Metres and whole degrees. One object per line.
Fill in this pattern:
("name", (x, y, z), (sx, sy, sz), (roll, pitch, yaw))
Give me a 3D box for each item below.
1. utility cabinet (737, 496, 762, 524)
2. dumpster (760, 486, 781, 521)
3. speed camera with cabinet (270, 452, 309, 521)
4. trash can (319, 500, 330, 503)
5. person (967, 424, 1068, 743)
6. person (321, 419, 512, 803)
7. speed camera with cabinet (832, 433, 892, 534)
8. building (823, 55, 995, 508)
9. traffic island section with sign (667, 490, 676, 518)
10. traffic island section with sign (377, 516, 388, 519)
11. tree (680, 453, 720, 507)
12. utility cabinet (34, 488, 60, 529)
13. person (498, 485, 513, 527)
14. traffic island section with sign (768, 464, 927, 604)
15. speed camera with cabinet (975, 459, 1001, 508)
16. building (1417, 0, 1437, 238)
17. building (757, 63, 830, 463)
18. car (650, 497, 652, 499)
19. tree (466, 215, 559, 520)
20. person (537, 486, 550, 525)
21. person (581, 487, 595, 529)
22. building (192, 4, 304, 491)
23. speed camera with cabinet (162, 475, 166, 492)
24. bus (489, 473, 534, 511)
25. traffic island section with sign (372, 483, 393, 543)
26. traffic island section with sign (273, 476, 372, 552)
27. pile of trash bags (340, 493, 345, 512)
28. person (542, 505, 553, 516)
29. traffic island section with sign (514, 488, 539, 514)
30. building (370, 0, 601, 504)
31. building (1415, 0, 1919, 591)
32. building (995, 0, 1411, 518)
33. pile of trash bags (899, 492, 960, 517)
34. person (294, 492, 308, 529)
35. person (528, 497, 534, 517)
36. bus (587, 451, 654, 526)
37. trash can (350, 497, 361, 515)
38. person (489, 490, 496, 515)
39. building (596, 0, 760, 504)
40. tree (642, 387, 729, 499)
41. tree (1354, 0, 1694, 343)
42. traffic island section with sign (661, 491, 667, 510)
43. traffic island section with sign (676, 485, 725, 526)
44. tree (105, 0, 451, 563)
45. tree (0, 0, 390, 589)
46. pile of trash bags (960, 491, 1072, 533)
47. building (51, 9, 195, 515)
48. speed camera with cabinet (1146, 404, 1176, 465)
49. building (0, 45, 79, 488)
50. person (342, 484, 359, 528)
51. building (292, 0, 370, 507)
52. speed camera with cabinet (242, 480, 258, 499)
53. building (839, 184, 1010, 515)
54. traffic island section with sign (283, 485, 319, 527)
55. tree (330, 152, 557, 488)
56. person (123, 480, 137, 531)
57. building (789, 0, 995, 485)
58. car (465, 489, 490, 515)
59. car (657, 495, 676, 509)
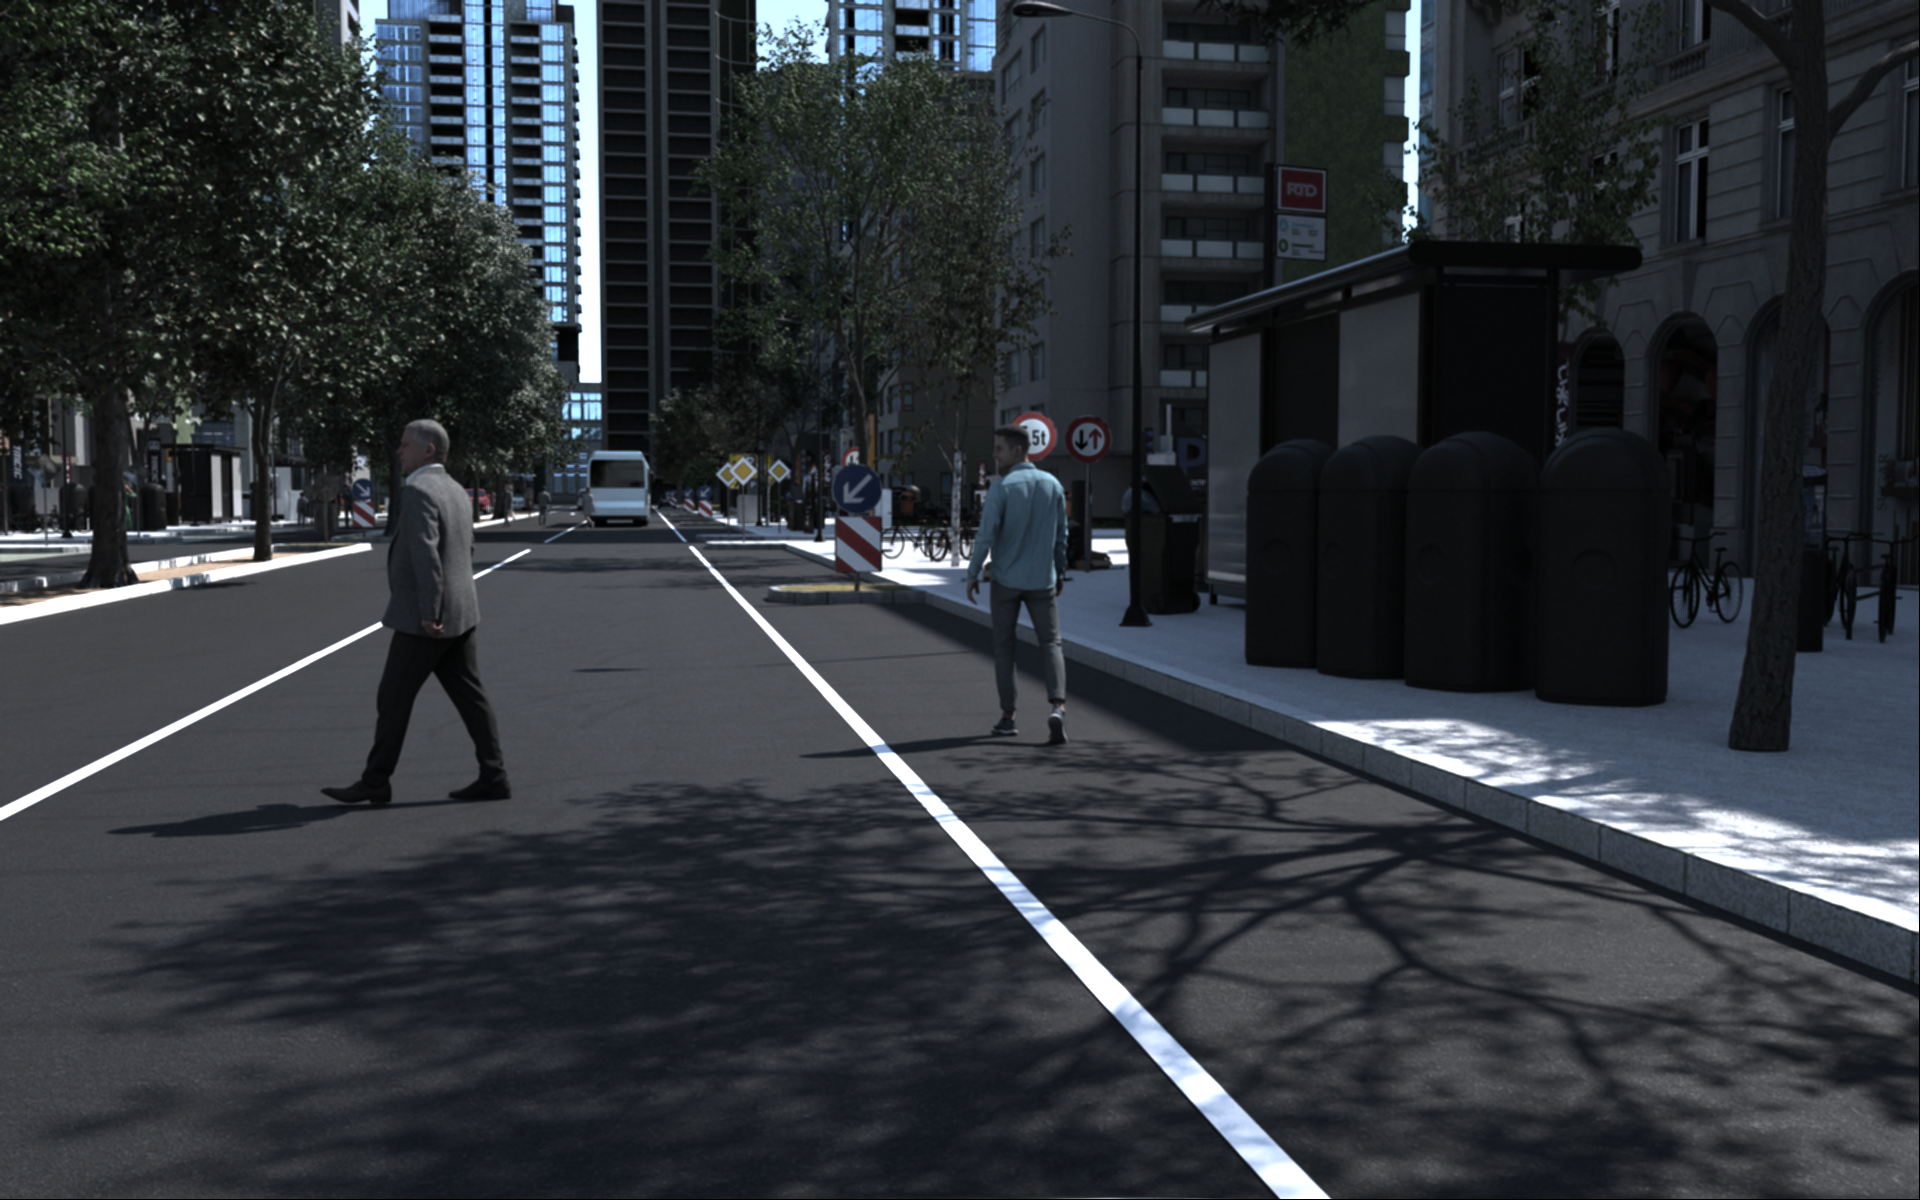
("utility cabinet", (-8.999, -3.842, 73.981), (1.020, 1.237, 0.306), (-2, 4, -25))
("dumpster", (-9.035, -4.654, 81.845), (1.264, 1.857, 1.865), (-1, 4, -10))
("speed camera with cabinet", (-32.363, -5.426, 83.047), (0.660, 3.252, 2.038), (3, 5, 42))
("trash can", (-36.071, -5.296, 98.249), (0.748, 1.137, 0.748), (0, 3, 0))
("person", (0.361, -0.108, 10.132), (0.638, 1.841, 0.748), (-1, 4, -12))
("person", (-2.527, 0.052, 8.050), (0.834, 1.777, 0.661), (0, 4, -5))
("speed camera with cabinet", (-3.183, -3.779, 56.117), (2.038, 3.252, 0.660), (2, 4, 34))
("building", (3.995, -28.264, 153.998), (32.217, 40.220, 23.993), (-1, 4, -10))
("traffic island section with sign", (-16.490, -5.857, 104.391), (1.989, 1.847, 2.006), (-1, 4, -10))
("traffic island section with sign", (-33.123, -5.702, 101.861), (1.989, 1.847, 2.006), (-1, 4, -10))
("tree", (-20.622, -9.487, 138.833), (4.285, 4.588, 4.351), (0, 3, 0))
("utility cabinet", (-33.184, -3.316, 62.896), (1.173, 1.500, 0.318), (-1, 4, -21))
("person", (-19.565, -4.034, 74.551), (0.694, 1.812, 0.767), (2, 4, 31))
("traffic island section with sign", (-1.589, -0.911, 23.517), (1.989, 1.847, 2.006), (-1, 4, -10))
("speed camera with cabinet", (1.367, -5.560, 85.235), (0.660, 3.252, 2.038), (-1, 4, -22))
("building", (38.436, -28.368, 83.427), (30.456, 49.044, 23.786), (-1, 4, -10))
("building", (-13.298, -42.389, 235.062), (28.212, 58.520, 21.231), (-1, 4, -10))
("car", (-31.331, -9.831, 169.768), (2.155, 1.783, 4.494), (-1, 4, -10))
("tree", (-18.232, -8.327, 55.617), (9.611, 12.733, 9.660), (0, 3, 0))
("person", (-19.281, -4.375, 80.223), (0.606, 1.804, 0.583), (-1, 4, -14))
("person", (-15.185, -3.769, 70.876), (0.760, 1.731, 0.466), (3, 4, 37))
("building", (-64.084, -50.201, 133.457), (22.319, 86.520, 31.000), (-1, 4, -10))
("speed camera with cabinet", (-38.878, -5.405, 82.703), (0.660, 3.252, 2.038), (3, 4, 39))
("bus", (-38.276, -9.391, 148.395), (2.948, 3.499, 13.247), (-1, 4, -10))
("traffic island section with sign", (-17.604, -2.648, 51.424), (2.006, 1.907, 1.989), (-1, 4, -10))
("traffic island section with sign", (-16.271, -2.202, 44.138), (2.006, 1.907, 1.989), (-1, 4, -10))
("pile of trash bags", (-44.703, -6.880, 122.242), (1.912, 1.369, 3.447), (3, 4, 37))
("person", (-27.336, -6.161, 114.727), (0.738, 1.151, 1.012), (1, 4, 20))
("traffic island section with sign", (-31.224, -7.167, 125.323), (2.006, 1.907, 1.989), (-1, 4, -10))
("building", (-62.676, -55.805, 225.086), (31.000, 86.520, 22.319), (-1, 4, -10))
("building", (17.808, -11.261, 25.918), (13.314, 21.916, 24.055), (-1, 4, -10))
("building", (9.591, -23.827, 73.170), (14.086, 41.232, 14.154), (-1, 4, -10))
("pile of trash bags", (-1.157, -3.664, 69.654), (3.447, 1.369, 1.912), (3, 5, 44))
("person", (-27.118, -3.681, 71.281), (0.523, 1.515, 0.503), (2, 4, 26))
("person", (-26.415, -5.713, 106.575), (0.373, 1.253, 0.362), (0, 4, -4))
("bus", (-15.770, -5.247, 80.644), (2.948, 3.499, 13.247), (-1, 4, -10))
("trash can", (-36.164, -5.624, 103.613), (0.748, 1.137, 0.748), (0, 3, 0))
("person", (-31.150, -6.513, 115.322), (0.374, 1.781, 0.599), (-3, 5, -44))
("building", (-37.095, -48.371, 229.120), (20.611, 71.187, 20.563), (-1, 4, -10))
("tree", (-31.258, -17.895, 199.243), (9.857, 13.997, 8.962), (0, 3, 0))
("tree", (7.924, -4.497, 23.893), (4.737, 8.622, 4.395), (0, 3, 0))
("traffic island section with sign", (-25.692, -8.914, 154.375), (1.989, 1.847, 2.006), (-1, 4, -10))
("traffic island section with sign", (-11.601, -4.236, 77.882), (1.989, 1.847, 2.006), (-1, 4, -10))
("tree", (-14.577, -6.598, 36.089), (9.928, 11.665, 9.643), (0, 3, 0))
("tree", (-13.051, -6.535, 26.320), (9.611, 12.733, 9.660), (0, 3, 0))
("pile of trash bags", (2.025, -2.844, 56.251), (3.447, 1.369, 1.912), (-1, 4, -17))
("building", (-53.512, -25.428, 99.341), (14.154, 41.232, 14.086), (-1, 4, -10))
("speed camera with cabinet", (4.435, -2.729, 38.951), (0.660, 3.252, 2.038), (0, 4, 2))
("building", (-102.749, -31.363, 167.407), (28.867, 44.769, 22.147), (-1, 4, -10))
("person", (-25.398, -3.904, 72.132), (0.655, 1.846, 0.447), (-2, 4, -27))
("building", (-74.500, -38.539, 172.116), (28.212, 58.520, 21.231), (-1, 4, -10))
("speed camera with cabinet", (-44.771, -7.080, 110.092), (2.038, 3.252, 0.660), (1, 4, 20))
("building", (7.536, -16.387, 112.961), (27.650, 21.520, 28.899), (-1, 4, -10))
("traffic island section with sign", (-28.256, -4.081, 75.348), (1.989, 1.847, 2.006), (-1, 4, -10))
("tree", (-20.229, -9.554, 65.314), (9.857, 13.997, 8.962), (0, 3, 0))
("person", (-19.641, -1.944, 40.538), (0.600, 1.795, 0.529), (0, 4, -4))
("building", (-5.353, -52.973, 178.775), (22.319, 86.520, 31.000), (-1, 4, -10))
("car", (-34.463, -6.983, 122.844), (2.281, 1.827, 5.304), (-1, 4, -12))
("car", (-28.117, -9.401, 166.284), (1.945, 1.354, 3.894), (-1, 4, -10))
